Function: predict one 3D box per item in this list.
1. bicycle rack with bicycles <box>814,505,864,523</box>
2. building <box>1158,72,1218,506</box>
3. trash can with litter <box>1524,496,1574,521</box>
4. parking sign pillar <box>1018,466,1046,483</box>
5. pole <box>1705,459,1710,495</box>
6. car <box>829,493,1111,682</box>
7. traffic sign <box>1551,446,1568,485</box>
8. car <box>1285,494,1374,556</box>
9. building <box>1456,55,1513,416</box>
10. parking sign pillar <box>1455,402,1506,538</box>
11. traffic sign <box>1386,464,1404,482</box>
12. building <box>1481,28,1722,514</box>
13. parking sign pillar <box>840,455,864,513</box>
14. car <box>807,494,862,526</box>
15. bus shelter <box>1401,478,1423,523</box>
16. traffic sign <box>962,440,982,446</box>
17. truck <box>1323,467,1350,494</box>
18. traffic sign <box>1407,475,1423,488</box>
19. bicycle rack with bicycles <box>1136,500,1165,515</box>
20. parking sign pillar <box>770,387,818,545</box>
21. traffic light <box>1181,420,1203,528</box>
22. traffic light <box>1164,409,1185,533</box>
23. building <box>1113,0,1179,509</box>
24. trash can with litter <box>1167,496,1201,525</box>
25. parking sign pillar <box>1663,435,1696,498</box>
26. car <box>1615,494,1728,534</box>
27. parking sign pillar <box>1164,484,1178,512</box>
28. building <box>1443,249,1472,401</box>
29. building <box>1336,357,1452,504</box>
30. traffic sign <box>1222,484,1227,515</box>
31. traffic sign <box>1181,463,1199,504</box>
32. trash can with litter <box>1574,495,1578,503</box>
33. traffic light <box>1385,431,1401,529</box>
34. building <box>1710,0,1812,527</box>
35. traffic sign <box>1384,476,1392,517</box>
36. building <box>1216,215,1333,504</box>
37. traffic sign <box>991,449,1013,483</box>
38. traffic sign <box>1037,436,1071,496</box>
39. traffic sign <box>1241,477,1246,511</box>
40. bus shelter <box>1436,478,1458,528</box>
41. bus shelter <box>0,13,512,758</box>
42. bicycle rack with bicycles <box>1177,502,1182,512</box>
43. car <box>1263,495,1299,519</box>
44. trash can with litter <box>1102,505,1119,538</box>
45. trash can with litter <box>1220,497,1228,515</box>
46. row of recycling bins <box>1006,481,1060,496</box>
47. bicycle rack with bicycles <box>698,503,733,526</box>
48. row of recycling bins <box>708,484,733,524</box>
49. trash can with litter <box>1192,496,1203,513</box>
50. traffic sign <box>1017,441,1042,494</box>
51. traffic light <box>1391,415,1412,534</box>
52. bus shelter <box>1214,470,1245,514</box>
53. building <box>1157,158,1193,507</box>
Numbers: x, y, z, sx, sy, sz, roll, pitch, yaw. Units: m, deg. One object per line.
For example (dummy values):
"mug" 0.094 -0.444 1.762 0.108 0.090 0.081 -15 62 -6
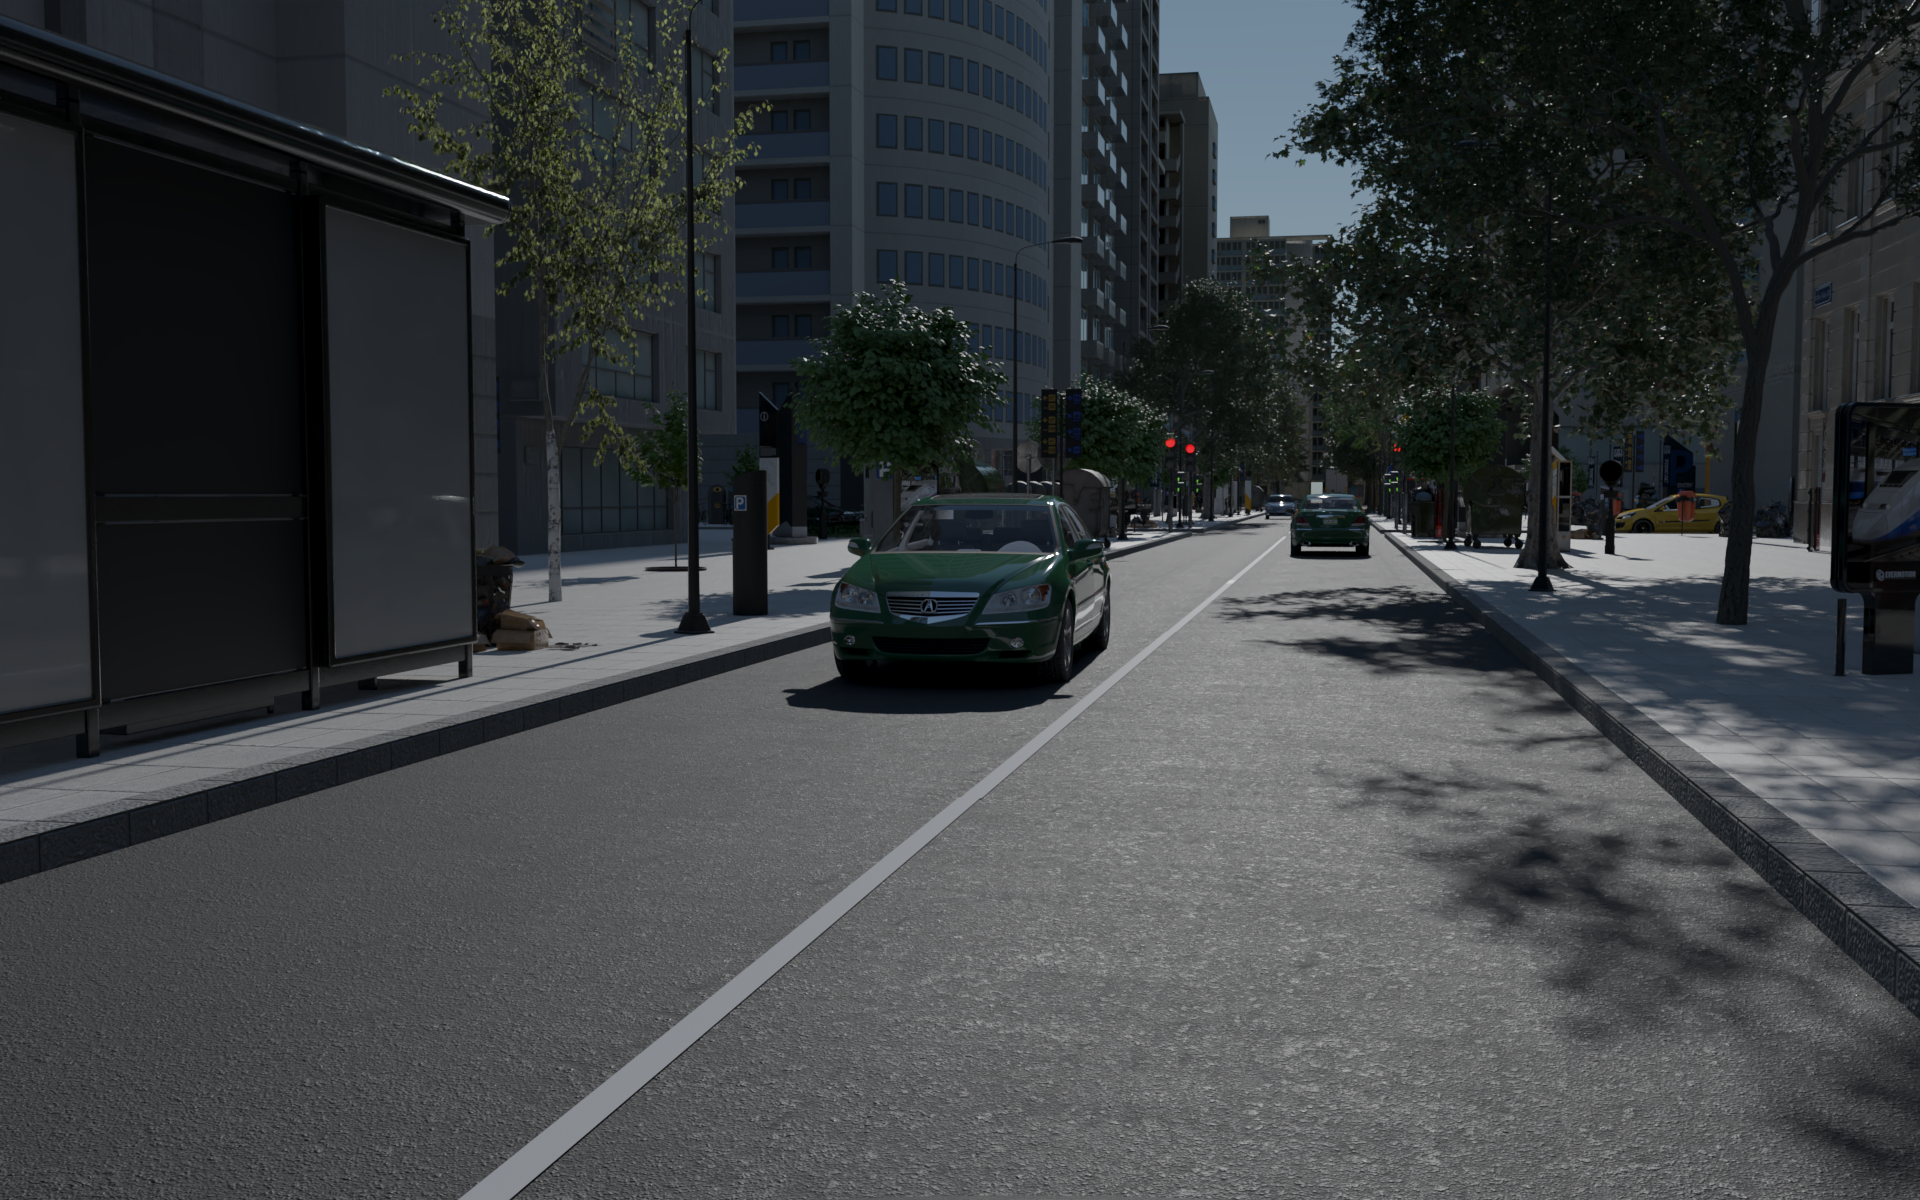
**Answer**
"bicycle rack with bicycles" -3.170 -2.789 58.982 2.925 0.926 2.852 3 5 43
"building" 18.063 -35.147 198.348 21.600 48.544 21.300 1 4 12
"trash can with litter" 27.393 -4.303 81.408 1.678 1.210 2.233 -1 4 -8
"parking sign pillar" 3.175 -5.414 76.986 1.447 3.967 1.447 2 4 30
"pole" 29.273 -4.526 67.849 0.158 3.312 0.155 0 3 0
"car" 0.226 -0.187 14.853 2.131 1.459 4.920 1 4 11
"traffic sign" 14.151 -2.463 41.460 0.795 2.450 0.064 1 4 20
"car" 8.915 -1.835 41.804 2.131 1.459 4.920 1 4 11
"building" 56.234 -30.549 154.102 22.147 44.769 28.867 1 4 12
"parking sign pillar" 15.378 -3.828 51.061 1.447 3.967 1.447 1 4 12
"traffic sign" 17.703 -4.296 70.353 0.768 2.556 0.104 1 4 15
"building" 50.883 -32.355 118.241 28.713 52.752 27.495 1 4 12
"parking sign pillar" -4.255 -5.067 71.316 1.447 3.967 1.447 0 4 7
"car" -5.661 -3.362 64.757 4.222 1.686 2.009 1 4 11
"bus shelter" 21.344 -6.263 80.031 2.179 5.291 8.768 1 4 12
"traffic sign" 0.194 -2.435 39.912 0.768 2.556 0.104 1 4 16
"truck" 40.268 -12.010 185.284 2.839 4.237 11.283 1 4 12
"traffic sign" 17.270 -4.008 65.539 0.884 2.594 0.081 1 4 16
"bicycle rack with bicycles" 10.431 -5.648 105.721 2.852 0.926 2.925 -1 4 -23
"parking sign pillar" -4.373 -3.419 44.369 1.447 3.967 1.447 -2 4 -29
"traffic light" 8.712 -4.670 65.272 0.839 4.253 0.868 1 4 12
"traffic light" 7.016 -4.193 57.469 0.839 4.253 0.868 1 4 12
"building" 8.922 -43.613 151.331 20.563 71.187 20.611 1 4 12
"trash can with litter" 9.185 -3.730 72.046 1.678 1.210 2.233 1 4 18
"parking sign pillar" 31.775 -5.384 76.502 1.447 3.967 1.447 0 4 -5
"car" 24.198 -2.951 58.471 3.980 1.641 2.015 1 4 13
"parking sign pillar" 15.108 -8.292 124.047 1.447 3.967 1.447 2 4 27
"building" 63.081 -34.445 182.784 23.786 49.044 30.456 1 4 12
"building" 66.060 -24.016 237.694 28.899 21.520 27.650 1 4 12
"traffic sign" 15.794 -6.356 104.033 0.768 2.556 0.104 1 4 22
"traffic sign" 9.151 -4.222 69.131 0.768 2.556 0.104 1 4 17
"trash can with litter" 32.420 -4.931 91.682 1.678 1.210 2.233 1 4 22
"traffic light" 16.056 -4.574 63.698 0.839 4.253 0.868 1 4 12
"building" 44.982 -27.570 74.466 21.600 48.544 21.300 1 4 12
"traffic sign" 22.929 -5.622 92.022 0.768 2.556 0.104 1 4 17
"building" 40.661 -33.816 244.767 23.993 40.220 32.217 1 4 12
"traffic sign" 0.981 -2.260 39.073 0.606 2.300 0.079 1 4 20
"traffic sign" 2.056 -2.316 37.970 0.768 2.556 0.104 1 4 18
"traffic sign" 21.055 -7.805 127.713 0.768 2.556 0.104 1 4 19
"bus shelter" 18.824 -4.564 65.905 1.731 3.624 6.357 1 4 12
"bus shelter" -5.088 -1.857 7.989 2.179 5.291 8.768 1 4 12
"bicycle rack with bicycles" 15.765 -6.961 127.191 2.925 0.926 2.852 -2 4 -25
"car" 18.445 -5.357 99.592 2.014 1.417 4.499 1 4 10
"trash can with litter" 4.227 -2.427 51.068 0.624 1.170 1.055 2 4 32
"trash can with litter" 16.586 -5.897 107.806 0.624 1.170 1.055 -2 4 -26
"row of recycling bins" 2.548 -3.049 56.958 1.069 1.692 3.534 2 4 27
"bicycle rack with bicycles" -9.926 -3.521 70.947 2.852 0.926 2.925 0 4 2
"row of recycling bins" -9.059 -4.045 73.256 3.534 1.692 1.069 1 4 20
"trash can with litter" 16.098 -6.396 115.961 1.055 1.170 0.624 -3 4 -38
"traffic sign" 1.630 -2.519 41.298 0.768 2.556 0.104 1 4 20
"traffic light" 14.360 -4.096 55.895 0.839 4.253 0.868 1 4 12
"bus shelter" 17.642 -7.338 113.899 2.014 3.302 5.546 1 4 12
"building" 7.170 -29.575 175.434 32.217 40.220 23.993 1 4 12
